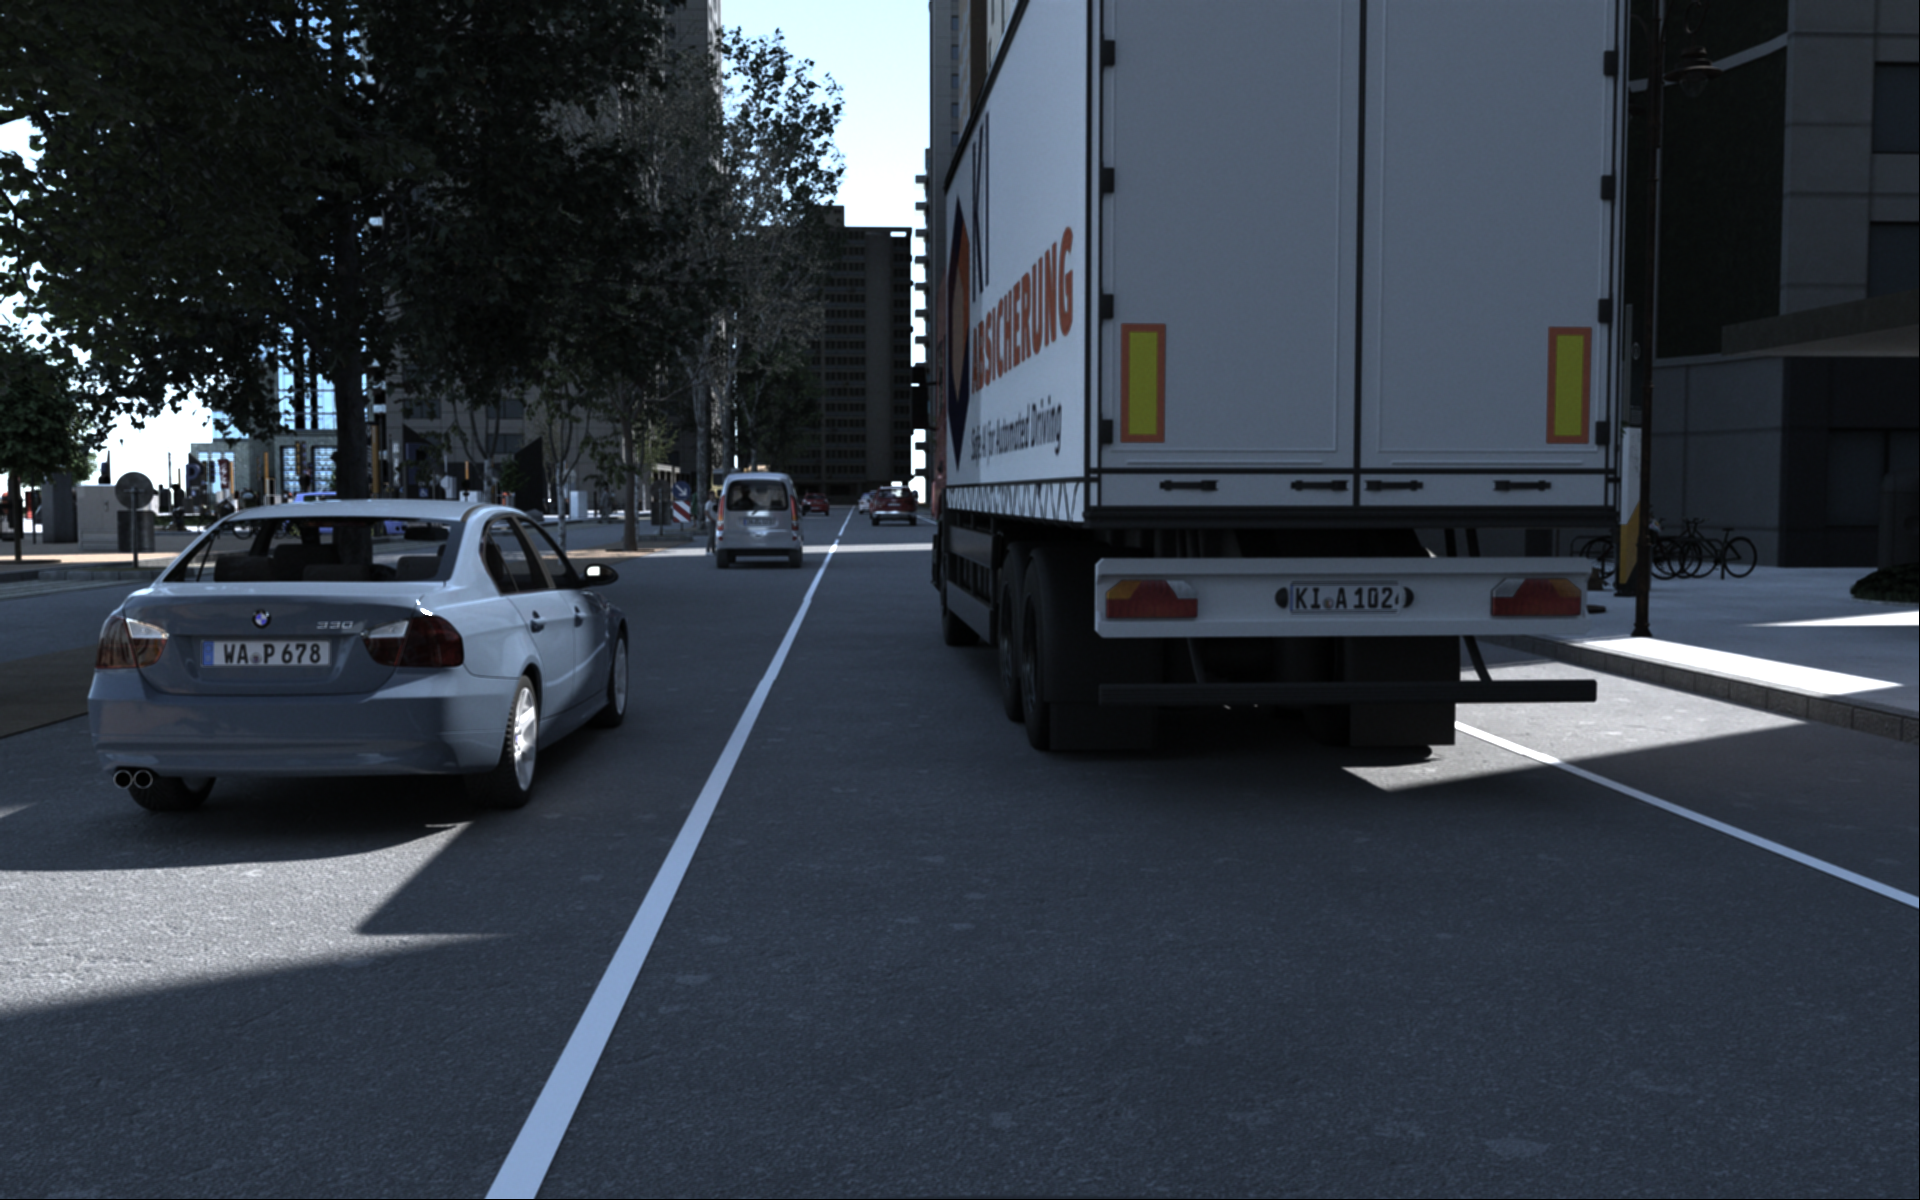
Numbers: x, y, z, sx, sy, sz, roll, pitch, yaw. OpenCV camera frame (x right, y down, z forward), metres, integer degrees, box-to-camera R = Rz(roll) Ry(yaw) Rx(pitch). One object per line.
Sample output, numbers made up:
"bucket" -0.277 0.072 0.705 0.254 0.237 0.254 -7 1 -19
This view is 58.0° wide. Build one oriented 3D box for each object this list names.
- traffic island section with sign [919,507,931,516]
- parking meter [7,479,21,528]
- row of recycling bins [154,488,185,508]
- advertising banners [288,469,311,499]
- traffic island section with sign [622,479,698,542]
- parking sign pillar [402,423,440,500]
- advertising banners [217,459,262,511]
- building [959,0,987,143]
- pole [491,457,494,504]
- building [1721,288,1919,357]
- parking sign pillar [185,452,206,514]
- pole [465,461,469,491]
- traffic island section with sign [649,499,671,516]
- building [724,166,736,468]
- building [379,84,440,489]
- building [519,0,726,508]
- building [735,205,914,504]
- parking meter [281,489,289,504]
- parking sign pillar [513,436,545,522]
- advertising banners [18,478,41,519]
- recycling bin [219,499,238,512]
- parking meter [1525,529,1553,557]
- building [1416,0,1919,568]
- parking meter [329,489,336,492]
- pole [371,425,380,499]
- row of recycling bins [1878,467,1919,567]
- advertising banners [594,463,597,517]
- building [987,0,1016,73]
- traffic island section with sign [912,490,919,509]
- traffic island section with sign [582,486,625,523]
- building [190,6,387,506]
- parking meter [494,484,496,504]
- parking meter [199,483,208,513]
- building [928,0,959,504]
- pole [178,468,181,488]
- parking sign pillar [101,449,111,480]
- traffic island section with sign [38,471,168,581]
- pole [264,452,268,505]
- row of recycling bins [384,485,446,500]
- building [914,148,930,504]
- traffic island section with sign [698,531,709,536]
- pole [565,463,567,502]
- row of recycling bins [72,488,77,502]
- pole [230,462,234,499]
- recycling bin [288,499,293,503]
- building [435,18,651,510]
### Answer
"traffic island section with sign" -1.497 -6.430 113.762 1.989 1.847 2.006 0 4 -3
"parking meter" -35.335 -3.609 64.725 0.255 1.863 0.399 2 4 31
"row of recycling bins" -55.762 -7.069 122.693 3.534 1.692 1.069 -3 5 -40
"advertising banners" -45.512 -7.500 118.807 2.074 3.025 0.090 0 4 0
"traffic island section with sign" -9.210 -2.739 52.925 2.006 1.907 1.989 0 4 -3
"parking sign pillar" -20.590 -4.753 66.188 1.447 3.967 1.447 -3 4 -37
"advertising banners" -36.246 -5.565 87.181 2.074 3.025 0.090 -3 4 -36
"building" 7.201 -29.298 129.128 14.600 45.320 14.200 0 4 -3
"pole" -24.314 -5.879 89.969 0.158 3.312 0.155 0 3 0
"building" 19.350 -21.299 2.863 22.147 44.769 28.867 0 4 -3
"parking sign pillar" -49.044 -7.501 111.120 1.447 3.967 1.447 1 4 21
"pole" -30.460 -6.922 107.024 0.158 3.312 0.155 0 3 0
"traffic island section with sign" -19.023 -6.333 112.175 1.989 1.847 2.006 0 4 -3
"building" -36.918 -35.203 225.685 14.200 45.320 14.600 0 4 -3
"building" -34.922 -43.123 143.319 20.563 71.187 20.611 0 4 -3
"building" -37.959 -46.464 197.939 20.611 71.187 20.563 0 4 -3
"building" -18.345 -33.247 235.464 23.993 40.220 32.217 0 4 -3
"parking meter" -33.640 -4.768 86.372 0.372 1.533 0.369 0 3 0
"parking sign pillar" -19.883 -5.578 79.665 1.447 3.967 1.447 -2 4 -27
"advertising banners" -47.743 -5.668 88.859 0.090 3.025 2.074 1 4 22
"recycling bin" -34.846 -4.278 82.502 0.722 1.027 0.722 -1 4 -12
"parking meter" 8.886 -1.273 26.523 0.399 1.863 0.255 2 4 35
"building" 15.430 -36.698 38.260 20.563 71.187 20.611 0 4 -3
"parking meter" -30.538 -4.646 84.371 0.372 1.533 0.369 0 3 0
"pole" -17.349 -3.524 51.459 0.158 3.312 0.155 0 3 0
"row of recycling bins" 15.305 -1.221 27.083 1.069 1.692 3.534 3 5 43
"advertising banners" -20.264 -6.128 96.376 0.090 3.025 2.074 0 4 -7
"building" 15.873 -31.273 100.558 28.713 52.752 27.495 0 4 -3
"traffic island section with sign" -4.371 -9.467 163.405 1.989 1.847 2.006 0 4 -3
"traffic island section with sign" -17.455 -4.686 85.245 1.989 1.847 2.006 0 4 -3
"building" -81.282 -55.862 226.008 31.000 86.520 22.319 0 4 -3
"parking meter" -26.178 -5.624 97.657 0.255 1.863 0.399 3 5 39
"parking meter" -41.635 -5.483 95.358 0.399 1.863 0.255 -3 5 -42
"building" 7.015 -40.061 196.994 21.231 58.520 28.212 0 4 -3
"pole" -60.017 -8.524 133.206 0.158 3.312 0.155 0 3 0
"parking sign pillar" -51.298 -7.071 104.083 1.447 3.967 1.447 -1 4 -21
"traffic island section with sign" -14.241 -1.275 29.478 1.989 1.847 2.006 0 4 -3
"pole" -33.756 -5.534 84.316 0.158 3.312 0.155 0 3 0
"row of recycling bins" -24.007 -4.230 76.280 3.534 1.692 1.069 2 4 30
"building" 9.050 -37.517 233.009 30.456 49.044 23.786 0 4 -3
"traffic island section with sign" -9.627 -3.192 60.320 2.006 1.907 1.989 0 4 -3
"pole" -26.041 -7.373 114.395 0.158 3.312 0.155 0 3 0
"row of recycling bins" -54.085 -6.161 107.840 3.534 1.692 1.069 0 4 1
"pole" -47.800 -7.300 113.204 0.158 3.312 0.155 0 3 0
"recycling bin" -37.517 -5.108 96.066 0.722 1.027 0.722 2 4 31
"building" -36.509 -44.378 163.834 20.563 71.187 20.611 0 4 -3
